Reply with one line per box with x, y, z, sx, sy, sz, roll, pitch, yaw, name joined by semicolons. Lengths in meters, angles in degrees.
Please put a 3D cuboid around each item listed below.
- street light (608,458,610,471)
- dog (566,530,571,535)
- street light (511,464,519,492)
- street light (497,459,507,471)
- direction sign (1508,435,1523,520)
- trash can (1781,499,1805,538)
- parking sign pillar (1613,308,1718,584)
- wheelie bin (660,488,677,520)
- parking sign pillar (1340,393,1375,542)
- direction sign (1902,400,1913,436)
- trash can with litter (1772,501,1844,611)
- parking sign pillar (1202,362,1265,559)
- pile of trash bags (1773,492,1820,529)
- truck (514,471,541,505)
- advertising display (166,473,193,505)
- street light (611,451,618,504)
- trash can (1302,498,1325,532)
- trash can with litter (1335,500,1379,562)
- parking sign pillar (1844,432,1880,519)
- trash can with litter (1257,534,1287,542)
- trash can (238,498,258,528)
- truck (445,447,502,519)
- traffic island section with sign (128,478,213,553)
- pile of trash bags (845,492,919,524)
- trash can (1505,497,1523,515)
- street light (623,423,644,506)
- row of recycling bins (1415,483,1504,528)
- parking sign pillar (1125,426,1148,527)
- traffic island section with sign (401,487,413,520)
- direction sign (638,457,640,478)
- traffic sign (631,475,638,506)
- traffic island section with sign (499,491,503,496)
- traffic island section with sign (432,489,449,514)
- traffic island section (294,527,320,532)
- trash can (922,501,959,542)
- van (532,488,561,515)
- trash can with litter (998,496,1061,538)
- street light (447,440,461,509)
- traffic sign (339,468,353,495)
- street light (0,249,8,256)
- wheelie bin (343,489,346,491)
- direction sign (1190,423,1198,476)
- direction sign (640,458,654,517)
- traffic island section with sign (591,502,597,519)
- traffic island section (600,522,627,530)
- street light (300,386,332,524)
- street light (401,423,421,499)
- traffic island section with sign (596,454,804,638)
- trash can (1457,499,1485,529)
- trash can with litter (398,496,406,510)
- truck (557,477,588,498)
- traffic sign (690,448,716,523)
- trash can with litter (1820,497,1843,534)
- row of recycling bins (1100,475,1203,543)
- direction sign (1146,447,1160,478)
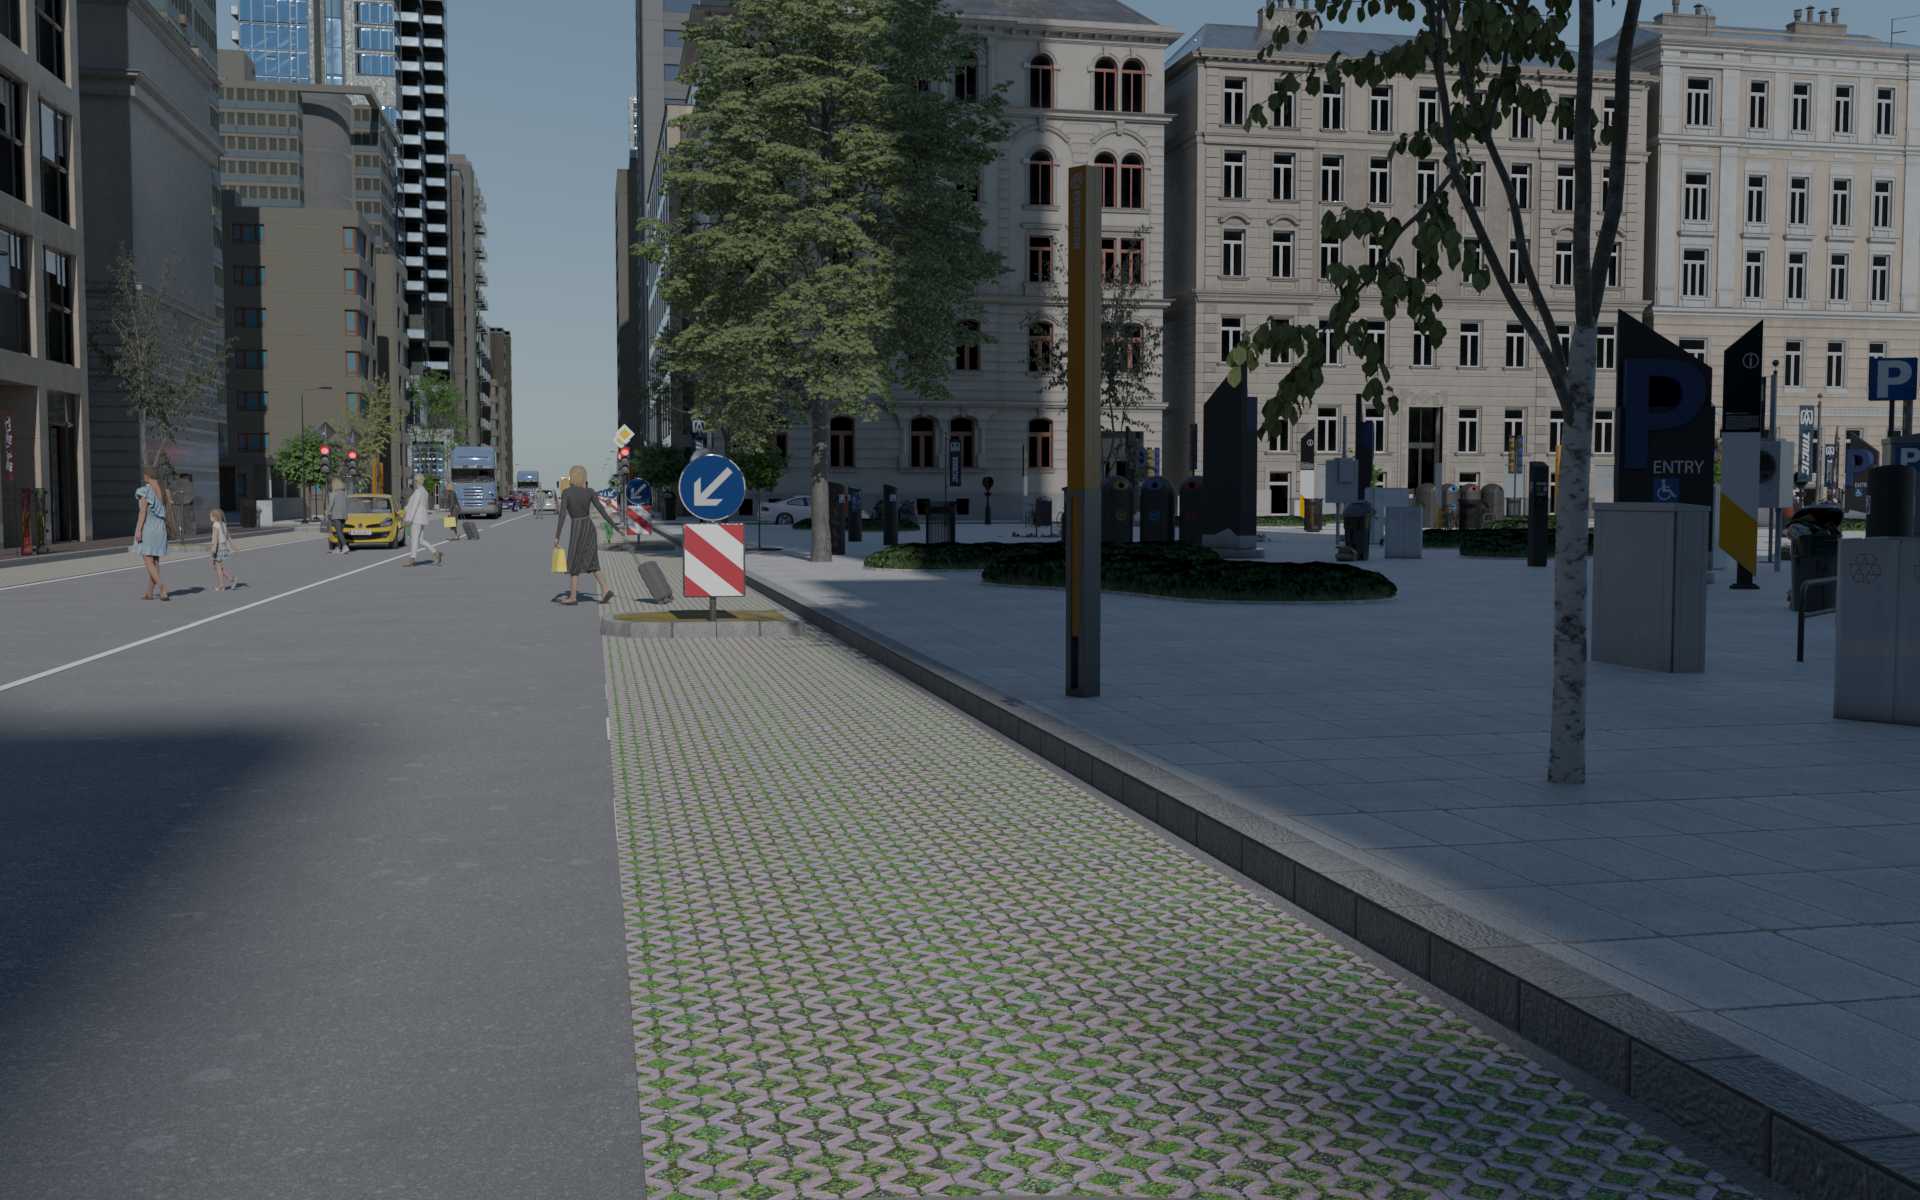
-37.092;-13.143;187.433;1.470;5.913;1.316;-1;4;-12;street light
-13.685;-2.712;61.170;0.800;0.831;0.513;-3;5;-45;dog
-69.420;-18.191;269.970;1.470;5.913;1.316;-1;4;-12;street light
-61.115;-15.813;231.089;1.470;5.913;1.316;-1;4;-12;street light
21.386;-4.571;66.728;0.876;3.537;0.379;-3;4;-38;direction sign
24.453;-2.406;50.994;0.748;1.137;0.748;0;3;0;trash can
10.181;-2.237;25.044;1.447;3.967;1.447;1;4;11;parking sign pillar
-14.274;-4.700;84.756;0.693;1.594;0.980;-2;4;-30;wheelie bin
10.964;-3.579;46.992;1.447;3.967;1.447;1;4;16;parking sign pillar
19.374;-2.659;35.475;0.379;3.537;0.876;1;4;19;direction sign
9.347;-0.474;19.130;0.624;1.170;1.055;1;4;14;trash can with litter
5.439;-2.841;34.917;1.447;3.967;1.447;-2;4;-27;parking sign pillar
30.564;-3.256;62.984;1.912;1.369;3.447;3;5;41;pile of trash bags
-50.983;-13.195;205.499;2.967;4.110;18.799;-1;4;-12;truck
-24.460;-3.004;54.323;0.974;1.923;0.123;1;4;22;advertising display
-29.472;-10.931;151.269;1.470;5.913;1.316;-1;4;-12;street light
11.869;-2.847;58.198;0.748;1.137;0.748;0;3;0;trash can
7.597;-1.336;33.229;0.624;1.170;1.055;2;4;30;trash can with litter
38.908;-5.274;74.707;1.447;3.967;1.447;-2;4;-28;parking sign pillar
8.052;-2.384;50.042;2.233;1.210;1.678;-3;5;-41;trash can with litter
-27.175;-3.332;66.129;0.748;1.137;0.748;0;3;0;trash can
-28.994;-7.000;104.210;2.967;4.110;18.799;-1;4;-14;truck
-19.488;-2.118;43.255;1.989;1.847;2.006;-1;4;-12;traffic island section with sign
-3.318;-3.671;69.768;3.447;1.369;1.912;0;4;4;pile of trash bags
23.377;-3.761;73.145;0.748;1.137;0.748;0;3;0;trash can
-21.253;-8.588;112.947;1.470;5.913;1.316;-1;4;-12;street light
19.015;-3.603;66.016;3.534;1.692;1.069;-1;4;-13;row of recycling bins
7.035;-4.930;69.072;1.447;3.967;1.447;2;4;30;parking sign pillar
-31.108;-5.443;97.622;1.989;1.847;2.006;-1;4;-12;traffic island section with sign
-19.532;-6.945;105.553;0.379;3.537;0.876;-1;4;-22;direction sign
-21.742;-7.120;116.510;0.768;2.556;0.104;-1;4;-11;traffic sign
-52.867;-11.671;199.443;1.989;1.847;2.006;-1;4;-12;traffic island section with sign
-36.745;-7.055;123.984;1.989;1.847;2.006;-1;4;-12;traffic island section with sign
-24.638;-2.760;67.414;2.009;0.180;2.903;-1;4;-12;traffic island section
-0.392;-1.430;35.028;0.748;1.137;0.748;0;3;0;trash can
-29.049;-7.003;121.516;2.013;2.044;4.112;-1;4;-11;van
2.214;-2.478;51.576;2.233;1.210;1.678;2;4;33;trash can with litter
-43.669;-10.827;149.561;1.470;5.913;1.316;-1;4;-12;street light
-30.217;-5.220;85.453;0.768;2.556;0.104;0;4;-8;traffic sign
-18.724;-3.689;32.854;1.470;5.913;1.316;-1;4;-12;street light
-35.666;-5.611;99.642;0.980;1.594;0.693;1;4;9;wheelie bin
7.533;-3.909;55.909;0.379;3.537;0.876;0;4;-7;direction sign
-17.522;-6.488;98.077;0.876;3.537;0.379;0;4;-6;direction sign
-8.371;-2.189;44.425;1.989;1.847;2.006;-1;4;-12;traffic island section with sign
-15.116;-3.384;77.601;2.009;0.180;2.903;-1;4;-12;traffic island section
-27.776;-6.252;74.759;1.470;5.913;1.316;-1;4;-12;street light
-36.027;-8.629;113.628;1.470;5.913;1.316;-1;4;-12;street light
-2.736;-0.577;18.063;1.989;1.847;2.006;-1;4;-12;traffic island section with sign
13.856;-2.163;47.014;0.748;1.137;0.748;0;3;0;trash can
-37.407;-6.468;117.141;0.624;1.170;1.055;2;4;29;trash can with litter
-43.319;-12.100;193.765;3.469;3.379;9.791;-1;4;-13;truck
-7.072;-2.927;47.956;0.768;2.556;0.104;0;4;-4;traffic sign
20.144;-1.736;39.444;1.678;1.210;2.233;-2;4;-33;trash can with litter
4.763;-1.907;38.295;3.534;1.692;1.069;1;4;17;row of recycling bins
9.343;-5.620;83.877;0.876;3.537;0.379;-3;4;-38;direction sign
